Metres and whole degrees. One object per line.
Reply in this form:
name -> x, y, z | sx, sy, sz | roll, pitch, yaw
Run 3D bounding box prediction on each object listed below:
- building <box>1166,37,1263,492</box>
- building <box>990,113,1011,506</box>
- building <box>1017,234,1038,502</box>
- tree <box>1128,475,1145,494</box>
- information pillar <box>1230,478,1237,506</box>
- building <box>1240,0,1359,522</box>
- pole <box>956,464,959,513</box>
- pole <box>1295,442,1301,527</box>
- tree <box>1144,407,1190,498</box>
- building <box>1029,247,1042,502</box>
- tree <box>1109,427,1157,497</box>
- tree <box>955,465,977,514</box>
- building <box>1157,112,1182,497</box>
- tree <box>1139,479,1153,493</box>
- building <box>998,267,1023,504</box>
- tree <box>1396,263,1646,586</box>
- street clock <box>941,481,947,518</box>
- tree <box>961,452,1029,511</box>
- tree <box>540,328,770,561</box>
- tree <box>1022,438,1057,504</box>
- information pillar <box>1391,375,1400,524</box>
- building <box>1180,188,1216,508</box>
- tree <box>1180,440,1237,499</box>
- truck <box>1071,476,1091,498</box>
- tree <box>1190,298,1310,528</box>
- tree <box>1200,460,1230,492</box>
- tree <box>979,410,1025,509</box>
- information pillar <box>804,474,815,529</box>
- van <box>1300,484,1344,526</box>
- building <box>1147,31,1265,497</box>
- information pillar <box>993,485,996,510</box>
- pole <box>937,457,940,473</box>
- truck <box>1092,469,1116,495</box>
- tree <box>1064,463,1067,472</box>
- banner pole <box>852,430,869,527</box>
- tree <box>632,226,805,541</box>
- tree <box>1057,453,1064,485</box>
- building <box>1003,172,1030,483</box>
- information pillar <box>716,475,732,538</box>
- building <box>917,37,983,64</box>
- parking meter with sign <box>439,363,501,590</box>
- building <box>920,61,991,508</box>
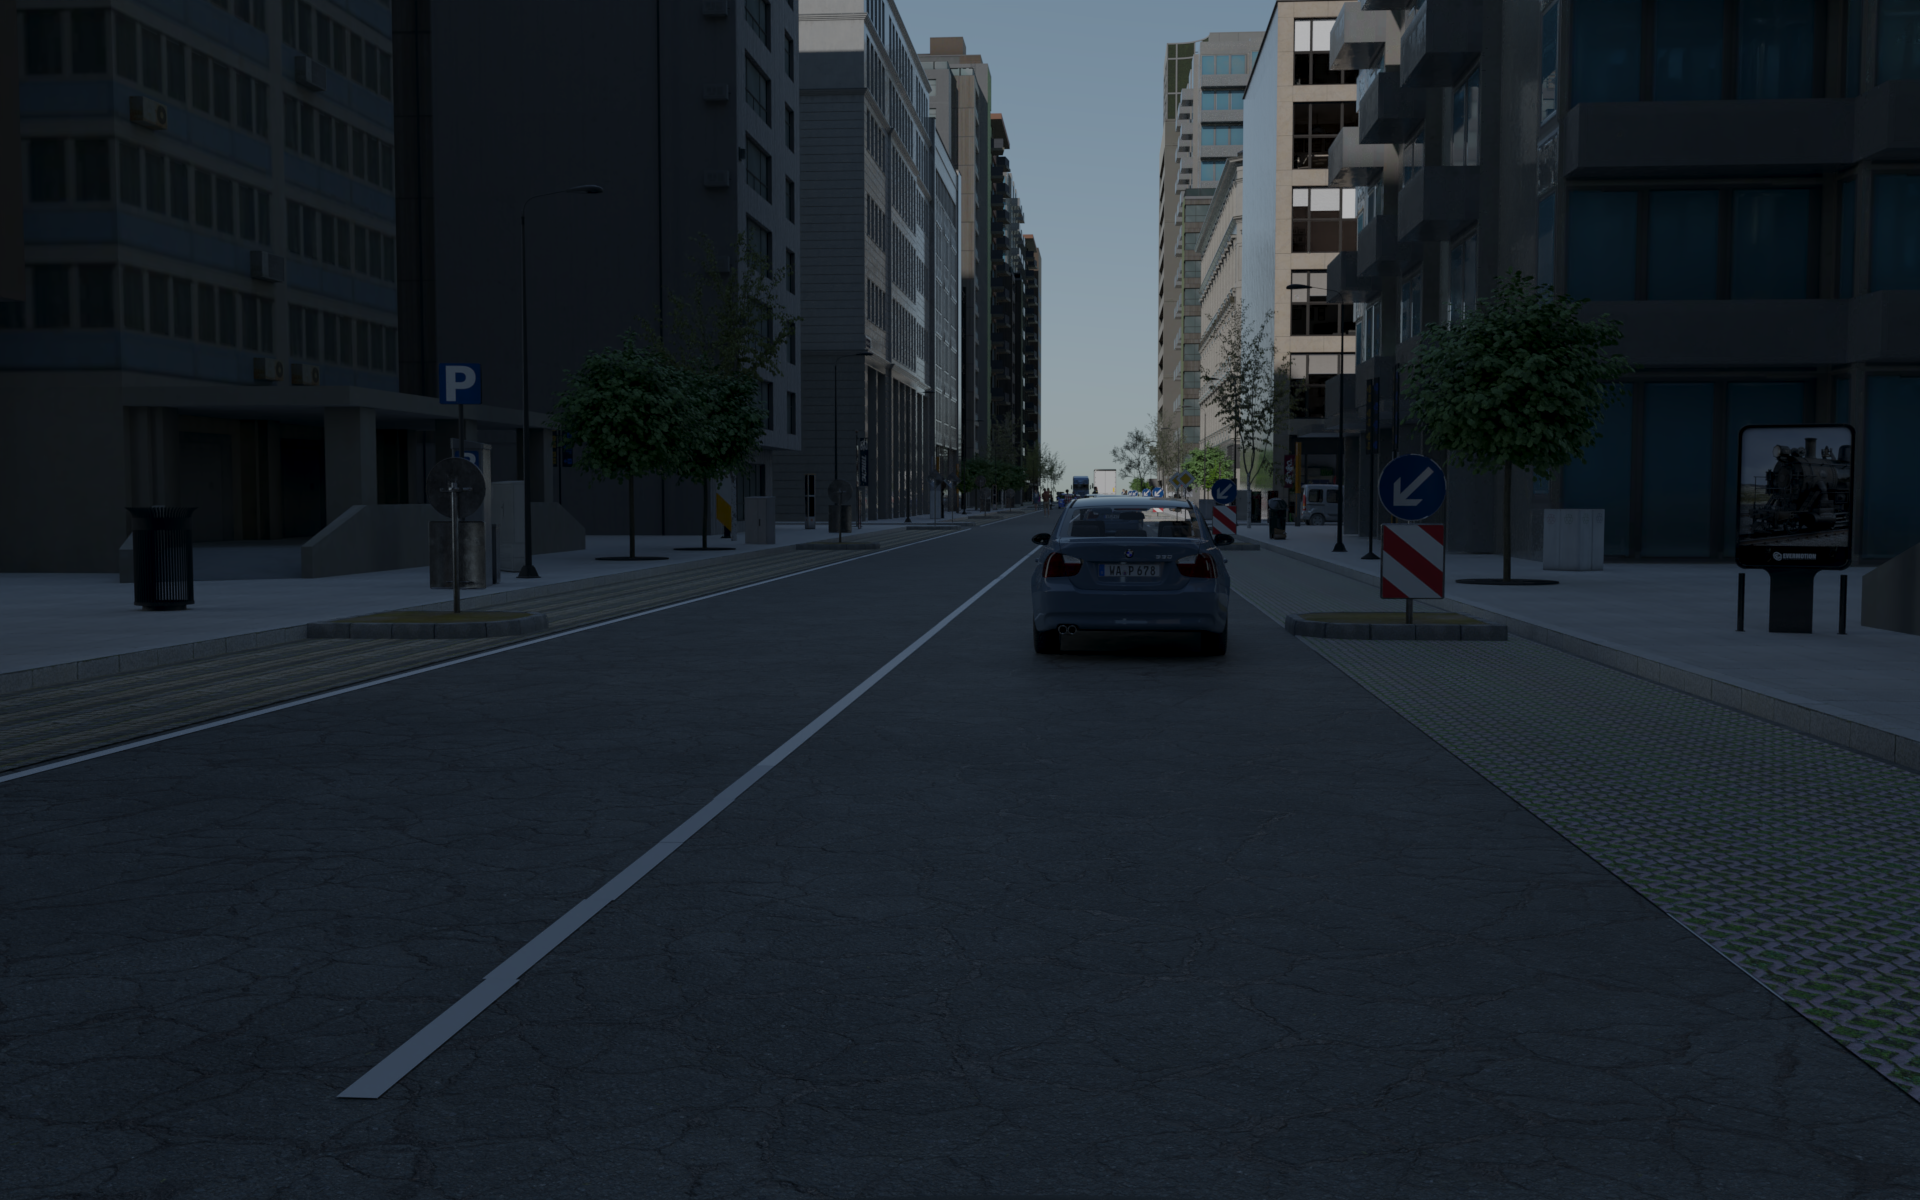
building -> 34.592, -34.675, 186.545 | 23.786, 49.044, 30.456 | 0, 4, 5
building -> -5.729, -33.136, 196.402 | 22.147, 44.769, 28.867 | 0, 4, 5
building -> 1.342, -38.461, 283.456 | 22.147, 44.769, 28.867 | 0, 4, 5
tree -> 30.284, -18.949, 293.524 | 4.285, 4.588, 4.351 | 0, 3, 0
information pillar -> 12.770, -4.667, 80.801 | 0.304, 2.012, 0.304 | 1, 4, 12
building -> 31.890, -17.204, 85.802 | 34.151, 26.468, 19.350 | 0, 4, 5
pole -> -0.172, -7.534, 117.027 | 0.158, 3.312, 0.155 | 0, 3, 0
pole -> 13.349, -4.559, 68.381 | 0.158, 3.312, 0.155 | 0, 3, 0
tree -> 17.454, -11.925, 145.340 | 4.360, 8.622, 3.978 | 0, 3, 0
building -> 7.127, -40.025, 304.526 | 14.600, 45.320, 14.200 | 0, 4, 5
tree -> 25.054, -18.609, 238.670 | 8.767, 10.594, 7.601 | -3, 5, -40
tree -> 0.376, -7.337, 114.555 | 1.663, 3.219, 1.824 | 0, 3, 0
building -> 35.440, -36.049, 213.096 | 21.300, 48.544, 21.600 | 0, 4, 5
tree -> 23.691, -13.728, 219.046 | 1.663, 3.219, 1.824 | 0, 3, 0
building -> 0.564, -27.287, 217.836 | 14.160, 30.474, 14.107 | 0, 4, 5
tree -> 7.975, -2.516, 24.843 | 4.285, 4.588, 4.351 | 0, 3, 0
street clock -> -0.959, -5.292, 91.097 | 0.471, 2.002, 0.358 | -3, 5, -39
tree -> 3.015, -9.951, 146.419 | 4.285, 4.588, 4.351 | 0, 3, 0
tree -> -6.509, -3.068, 33.873 | 4.285, 4.588, 4.351 | 0, 3, 0
tree -> 9.618, -16.968, 227.792 | 4.737, 8.622, 4.395 | 0, 3, 0
information pillar -> 8.527, -2.602, 33.904 | 0.183, 3.616, 0.504 | 1, 4, 18
building -> 28.103, -24.075, 165.335 | 14.160, 30.474, 14.107 | 0, 4, 5
tree -> 15.008, -7.403, 104.758 | 4.285, 4.588, 4.351 | 0, 3, 0
truck -> 18.164, -16.679, 262.465 | 2.967, 4.110, 18.799 | 0, 4, 3
tree -> 10.881, -6.995, 64.729 | 4.360, 8.622, 3.978 | 0, 3, 0
tree -> 14.376, -6.331, 98.116 | 1.663, 3.219, 1.824 | 0, 3, 0
tree -> 3.679, -12.276, 151.073 | 4.360, 8.622, 3.978 | 0, 3, 0
information pillar -> -5.458, -3.579, 63.002 | 0.304, 2.012, 0.304 | -2, 4, -30
van -> 16.339, -4.042, 73.098 | 4.112, 2.044, 2.013 | 0, 4, 3
building -> 40.325, -51.107, 273.852 | 20.563, 71.187, 20.611 | 0, 4, 5
information pillar -> 2.758, -8.185, 138.313 | 0.304, 2.012, 0.304 | 0, 3, 0
pole -> -1.190, -6.154, 94.456 | 0.158, 3.312, 0.155 | 0, 3, 0
truck -> 16.632, -12.870, 199.340 | 2.839, 4.237, 11.283 | 0, 4, 4
tree -> 15.595, -20.764, 289.849 | 4.737, 8.622, 4.395 | 0, 3, 0
banner pole -> -3.857, -4.743, 67.558 | 0.863, 3.779, 0.401 | 3, 5, 40
tree -> -6.415, -5.919, 47.132 | 4.737, 8.622, 4.395 | 0, 3, 0
tree -> 11.671, -18.053, 245.528 | 4.737, 8.622, 4.395 | 0, 3, 0
building -> -1.990, -38.794, 253.894 | 23.786, 49.044, 30.456 | 0, 4, 5
information pillar -> -6.819, -3.593, 50.105 | 0.504, 3.616, 0.183 | -3, 4, -38
building -> -4.304, -32.085, 174.698 | 14.600, 45.320, 14.200 | 0, 4, 5
parking meter with sign -> -6.724, -1.694, 23.950 | 0.543, 3.016, 1.738 | 0, 4, -5
building -> -4.561, -29.157, 160.311 | 14.154, 41.232, 14.086 | 0, 4, 5
